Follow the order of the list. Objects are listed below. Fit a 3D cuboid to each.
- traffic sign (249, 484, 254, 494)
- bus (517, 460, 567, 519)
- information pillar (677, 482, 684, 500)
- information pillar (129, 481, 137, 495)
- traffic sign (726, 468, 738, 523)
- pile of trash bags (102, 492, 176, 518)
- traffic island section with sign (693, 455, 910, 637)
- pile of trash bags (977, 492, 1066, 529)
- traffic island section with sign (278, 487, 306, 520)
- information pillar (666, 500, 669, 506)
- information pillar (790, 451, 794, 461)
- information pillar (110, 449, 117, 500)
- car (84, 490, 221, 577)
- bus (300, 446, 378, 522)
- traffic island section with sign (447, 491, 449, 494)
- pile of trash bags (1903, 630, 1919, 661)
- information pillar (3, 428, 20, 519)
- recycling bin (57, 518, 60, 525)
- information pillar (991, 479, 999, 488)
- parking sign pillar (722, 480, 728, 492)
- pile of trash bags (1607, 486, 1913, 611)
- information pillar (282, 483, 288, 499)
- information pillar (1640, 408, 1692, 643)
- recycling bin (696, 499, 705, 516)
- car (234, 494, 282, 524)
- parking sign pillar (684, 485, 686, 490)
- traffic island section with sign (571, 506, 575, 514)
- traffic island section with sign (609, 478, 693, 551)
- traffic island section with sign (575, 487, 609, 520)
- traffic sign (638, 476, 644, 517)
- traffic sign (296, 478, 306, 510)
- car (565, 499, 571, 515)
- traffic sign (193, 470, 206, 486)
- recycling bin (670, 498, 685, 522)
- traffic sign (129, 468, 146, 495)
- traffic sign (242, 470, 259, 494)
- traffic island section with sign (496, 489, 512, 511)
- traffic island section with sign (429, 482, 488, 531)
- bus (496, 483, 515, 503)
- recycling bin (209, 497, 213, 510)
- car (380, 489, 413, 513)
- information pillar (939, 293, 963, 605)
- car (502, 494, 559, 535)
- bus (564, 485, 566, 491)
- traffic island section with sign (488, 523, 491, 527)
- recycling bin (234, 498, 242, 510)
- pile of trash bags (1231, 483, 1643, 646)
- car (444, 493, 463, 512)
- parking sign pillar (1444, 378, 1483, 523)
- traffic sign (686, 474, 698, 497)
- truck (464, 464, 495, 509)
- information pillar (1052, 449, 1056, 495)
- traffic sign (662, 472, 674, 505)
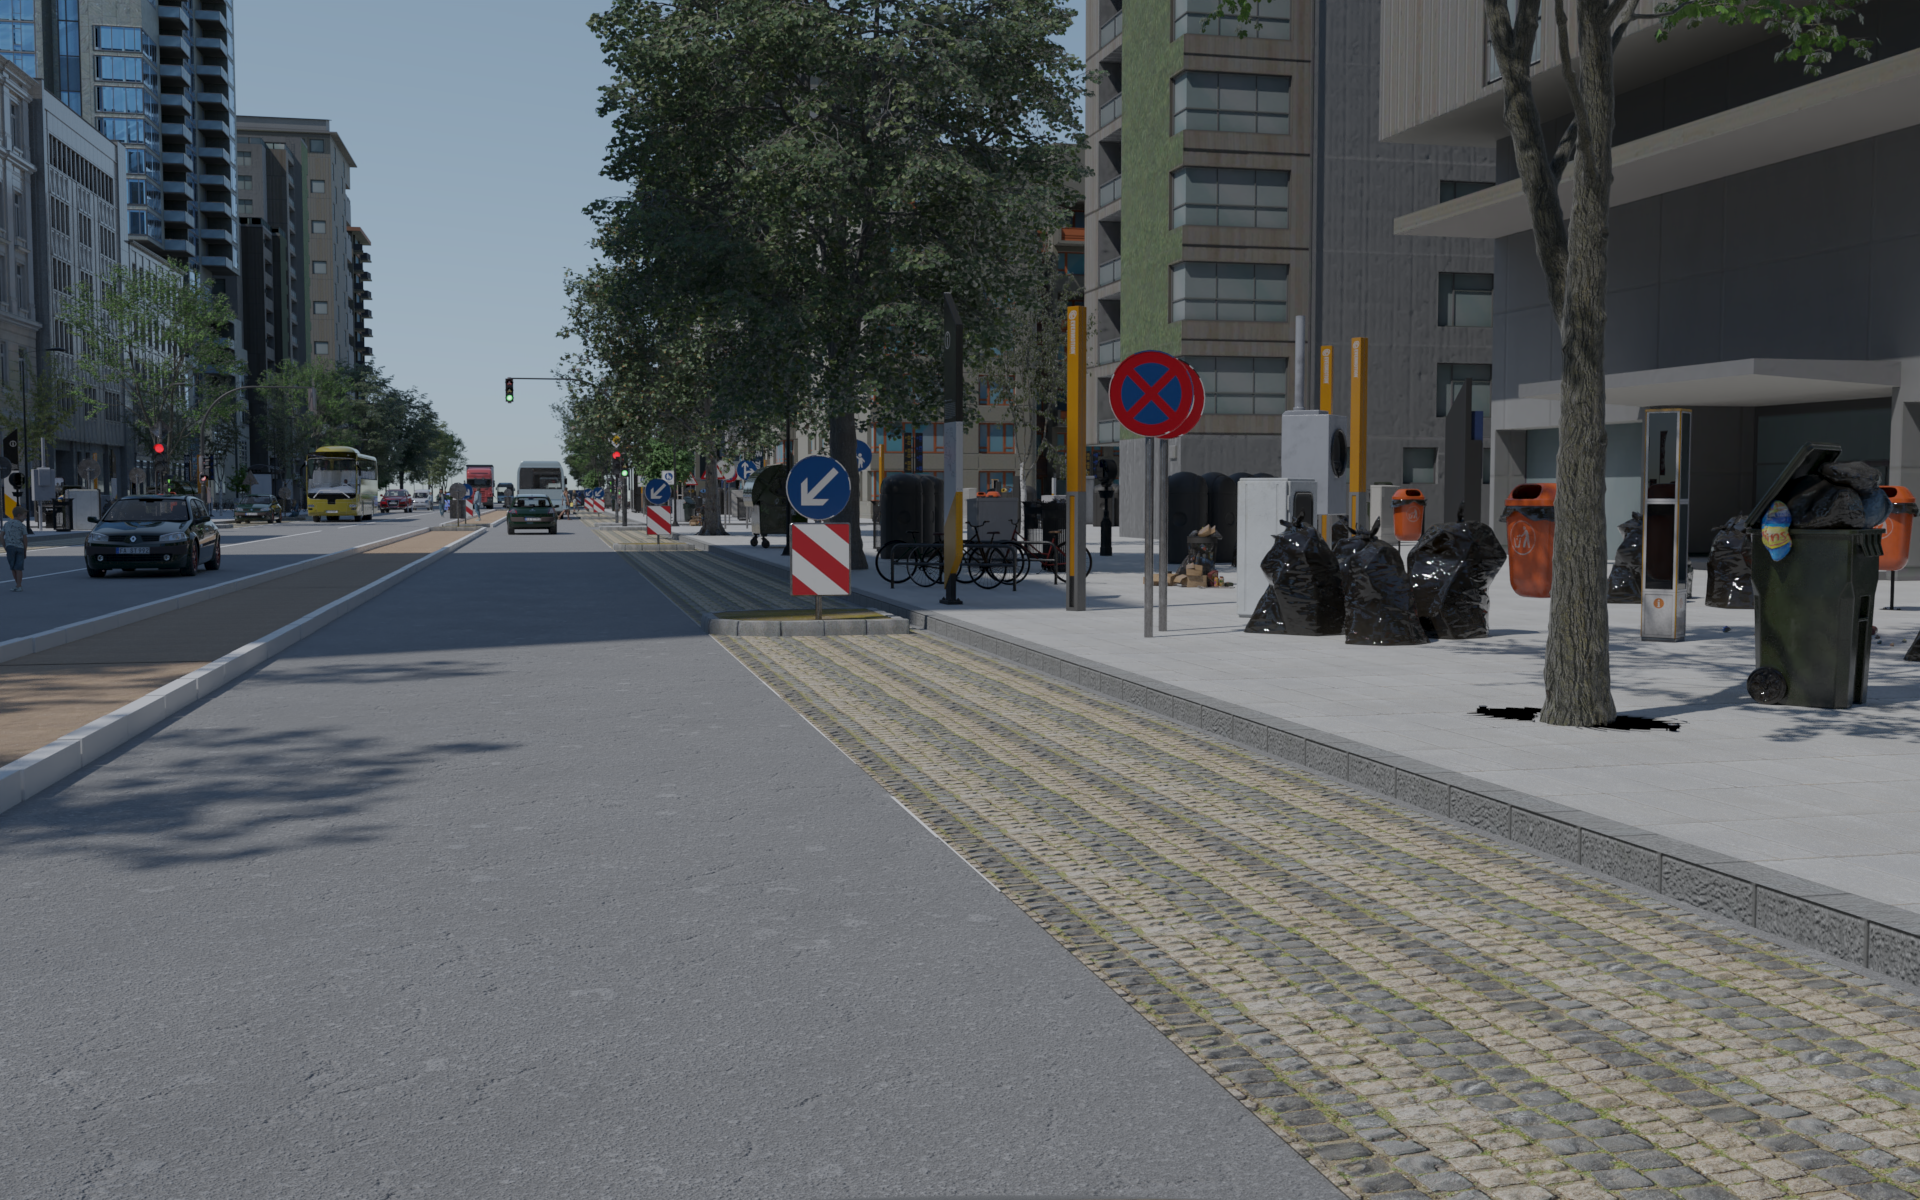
[{"bbox_3d":[-46.705,-6.956,113.837,0.768,2.556,0.104,0,4,-6],"label":"traffic sign"},{"bbox_3d":[-24.733,-6.584,102.513,2.948,3.499,13.247,-1,4,-13],"label":"bus"},{"bbox_3d":[-15.701,-5.678,97.322,0.304,2.012,0.304,0,4,4],"label":"information pillar"},{"bbox_3d":[-46.559,-5.692,97.559,0.304,2.012,0.304,-3,5,-39],"label":"information pillar"},{"bbox_3d":[-10.220,-4.685,76.699,0.768,2.556,0.104,-1,4,-13],"label":"traffic sign"},{"bbox_3d":[-40.456,-4.632,85.482,3.447,1.369,1.912,-2,4,-29],"label":"pile of trash bags"},{"bbox_3d":[-1.704,-0.590,18.267,1.989,1.847,2.006,-1,4,-13],"label":"traffic island section with sign"},{"bbox_3d":[2.450,-3.321,64.050,3.447,1.369,1.912,2,4,30],"label":"pile of trash bags"},{"bbox_3d":[-36.920,-5.265,94.715,1.989,1.847,2.006,-1,4,-13],"label":"traffic island section with sign"},{"bbox_3d":[-16.689,-5.746,98.445,0.304,2.012,0.304,0,4,-1],"label":"information pillar"},{"bbox_3d":[-8.537,-5.863,87.215,0.183,3.616,0.504,-3,5,-43],"label":"information pillar"},{"bbox_3d":[-43.860,-6.020,89.781,0.183,3.616,0.504,0,4,-5],"label":"information pillar"},{"bbox_3d":[-14.486,-1.309,31.185,2.009,1.686,4.222,-1,4,-15],"label":"car"},{"bbox_3d":[-32.870,-6.163,92.320,2.896,3.916,12.252,-1,4,-14],"label":"bus"},{"bbox_3d":[-73.393,-14.694,248.873,1.989,1.847,2.006,-1,4,-13],"label":"traffic island section with sign"},{"bbox_3d":[8.415,-0.146,12.139,1.912,1.369,3.447,-1,4,-10],"label":"pile of trash bags"},{"bbox_3d":[-33.662,-4.291,61.514,0.504,3.616,0.183,-1,4,-15],"label":"information pillar"},{"bbox_3d":[-37.470,-3.682,72.748,0.722,1.027,0.722,3,5,40],"label":"recycling bin"},{"bbox_3d":[1.748,-5.023,86.613,0.304,2.012,0.304,-1,4,-12],"label":"information pillar"},{"bbox_3d":[-20.165,-9.821,149.046,1.447,3.967,1.447,-1,4,-18],"label":"parking sign pillar"},{"bbox_3d":[9.154,-0.624,19.948,1.912,1.369,3.447,-3,5,-44],"label":"pile of trash bags"},{"bbox_3d":[-45.879,-6.923,117.690,0.304,2.012,0.304,-2,4,-30],"label":"information pillar"},{"bbox_3d":[6.142,-0.647,15.072,0.304,2.012,0.304,3,4,39],"label":"information pillar"},{"bbox_3d":[-14.625,-5.163,96.975,0.722,1.027,0.722,3,5,40],"label":"recycling bin"},{"bbox_3d":[-34.286,-4.577,84.617,2.009,1.686,4.222,-1,4,-13],"label":"car"},{"bbox_3d":[-20.465,-8.505,127.533,1.447,3.967,1.447,0,4,-1],"label":"parking sign pillar"},{"bbox_3d":[-26.718,-7.059,124.041,1.989,1.847,2.006,-1,4,-13],"label":"traffic island section with sign"},{"bbox_3d":[-7.903,-2.194,44.502,1.989,1.847,2.006,-1,4,-13],"label":"traffic island section with sign"},{"bbox_3d":[-20.528,-5.454,97.804,1.989,1.847,2.006,-1,4,-13],"label":"traffic island section with sign"},{"bbox_3d":[-17.947,-5.878,98.235,0.606,2.300,0.079,-1,4,-9],"label":"traffic sign"},{"bbox_3d":[-53.619,-8.610,140.881,0.768,2.556,0.104,0,4,-4],"label":"traffic sign"},{"bbox_3d":[-28.341,-6.712,121.543,2.131,1.459,4.920,-1,4,-15],"label":"car"},{"bbox_3d":[-41.155,-5.717,93.479,0.884,2.594,0.081,0,4,-8],"label":"traffic sign"},{"bbox_3d":[-12.824,-4.102,79.625,0.722,1.027,0.722,0,4,-5],"label":"recycling bin"},{"bbox_3d":[-39.552,-5.088,83.289,0.768,2.556,0.104,0,4,-7],"label":"traffic sign"},{"bbox_3d":[-38.894,-5.808,94.966,0.884,2.594,0.081,-1,4,-11],"label":"traffic sign"},{"bbox_3d":[-38.578,-8.537,147.718,2.006,1.907,1.989,-1,4,-13],"label":"traffic island section with sign"},{"bbox_3d":[-19.570,-3.624,67.382,2.006,1.907,1.989,-1,4,-13],"label":"traffic island section with sign"},{"bbox_3d":[-71.406,-16.957,272.112,2.948,3.499,13.247,-1,4,-15],"label":"bus"},{"bbox_3d":[-58.988,-7.522,135.538,0.722,1.027,0.722,3,5,39],"label":"recycling bin"},{"bbox_3d":[-43.254,-7.602,132.961,2.281,1.827,5.304,-1,4,-12],"label":"car"},{"bbox_3d":[-0.081,-1.754,20.031,0.183,3.616,0.504,-1,4,-17],"label":"information pillar"},{"bbox_3d":[-15.442,-3.218,62.403,2.009,1.686,4.222,-1,4,-15],"label":"car"},{"bbox_3d":[-38.509,-10.286,163.029,2.948,3.499,13.247,-1,4,-14],"label":"bus"},{"bbox_3d":[-21.267,-4.065,74.593,2.006,1.907,1.989,-1,4,-13],"label":"traffic island section with sign"},{"bbox_3d":[-45.570,-5.954,109.900,0.722,1.027,0.722,-3,5,-45],"label":"recycling bin"},{"bbox_3d":[4.064,-0.334,15.210,1.912,1.369,3.447,-2,4,-26],"label":"pile of trash bags"},{"bbox_3d":[-40.273,-7.841,137.784,1.945,1.707,3.694,-1,4,-15],"label":"car"},{"bbox_3d":[11.887,-3.208,40.928,1.447,3.967,1.447,0,4,-5],"label":"parking sign pillar"},{"bbox_3d":[-15.826,-6.224,101.773,0.884,2.594,0.081,0,4,-5],"label":"traffic sign"},{"bbox_3d":[-46.111,-10.861,166.488,2.839,4.237,11.283,-1,4,-14],"label":"truck"},{"bbox_3d":[4.840,-5.976,89.058,0.183,3.616,0.504,1,4,19],"label":"information pillar"},{"bbox_3d":[-12.904,-4.568,76.821,0.606,2.300,0.079,0,4,-5],"label":"traffic sign"}]
